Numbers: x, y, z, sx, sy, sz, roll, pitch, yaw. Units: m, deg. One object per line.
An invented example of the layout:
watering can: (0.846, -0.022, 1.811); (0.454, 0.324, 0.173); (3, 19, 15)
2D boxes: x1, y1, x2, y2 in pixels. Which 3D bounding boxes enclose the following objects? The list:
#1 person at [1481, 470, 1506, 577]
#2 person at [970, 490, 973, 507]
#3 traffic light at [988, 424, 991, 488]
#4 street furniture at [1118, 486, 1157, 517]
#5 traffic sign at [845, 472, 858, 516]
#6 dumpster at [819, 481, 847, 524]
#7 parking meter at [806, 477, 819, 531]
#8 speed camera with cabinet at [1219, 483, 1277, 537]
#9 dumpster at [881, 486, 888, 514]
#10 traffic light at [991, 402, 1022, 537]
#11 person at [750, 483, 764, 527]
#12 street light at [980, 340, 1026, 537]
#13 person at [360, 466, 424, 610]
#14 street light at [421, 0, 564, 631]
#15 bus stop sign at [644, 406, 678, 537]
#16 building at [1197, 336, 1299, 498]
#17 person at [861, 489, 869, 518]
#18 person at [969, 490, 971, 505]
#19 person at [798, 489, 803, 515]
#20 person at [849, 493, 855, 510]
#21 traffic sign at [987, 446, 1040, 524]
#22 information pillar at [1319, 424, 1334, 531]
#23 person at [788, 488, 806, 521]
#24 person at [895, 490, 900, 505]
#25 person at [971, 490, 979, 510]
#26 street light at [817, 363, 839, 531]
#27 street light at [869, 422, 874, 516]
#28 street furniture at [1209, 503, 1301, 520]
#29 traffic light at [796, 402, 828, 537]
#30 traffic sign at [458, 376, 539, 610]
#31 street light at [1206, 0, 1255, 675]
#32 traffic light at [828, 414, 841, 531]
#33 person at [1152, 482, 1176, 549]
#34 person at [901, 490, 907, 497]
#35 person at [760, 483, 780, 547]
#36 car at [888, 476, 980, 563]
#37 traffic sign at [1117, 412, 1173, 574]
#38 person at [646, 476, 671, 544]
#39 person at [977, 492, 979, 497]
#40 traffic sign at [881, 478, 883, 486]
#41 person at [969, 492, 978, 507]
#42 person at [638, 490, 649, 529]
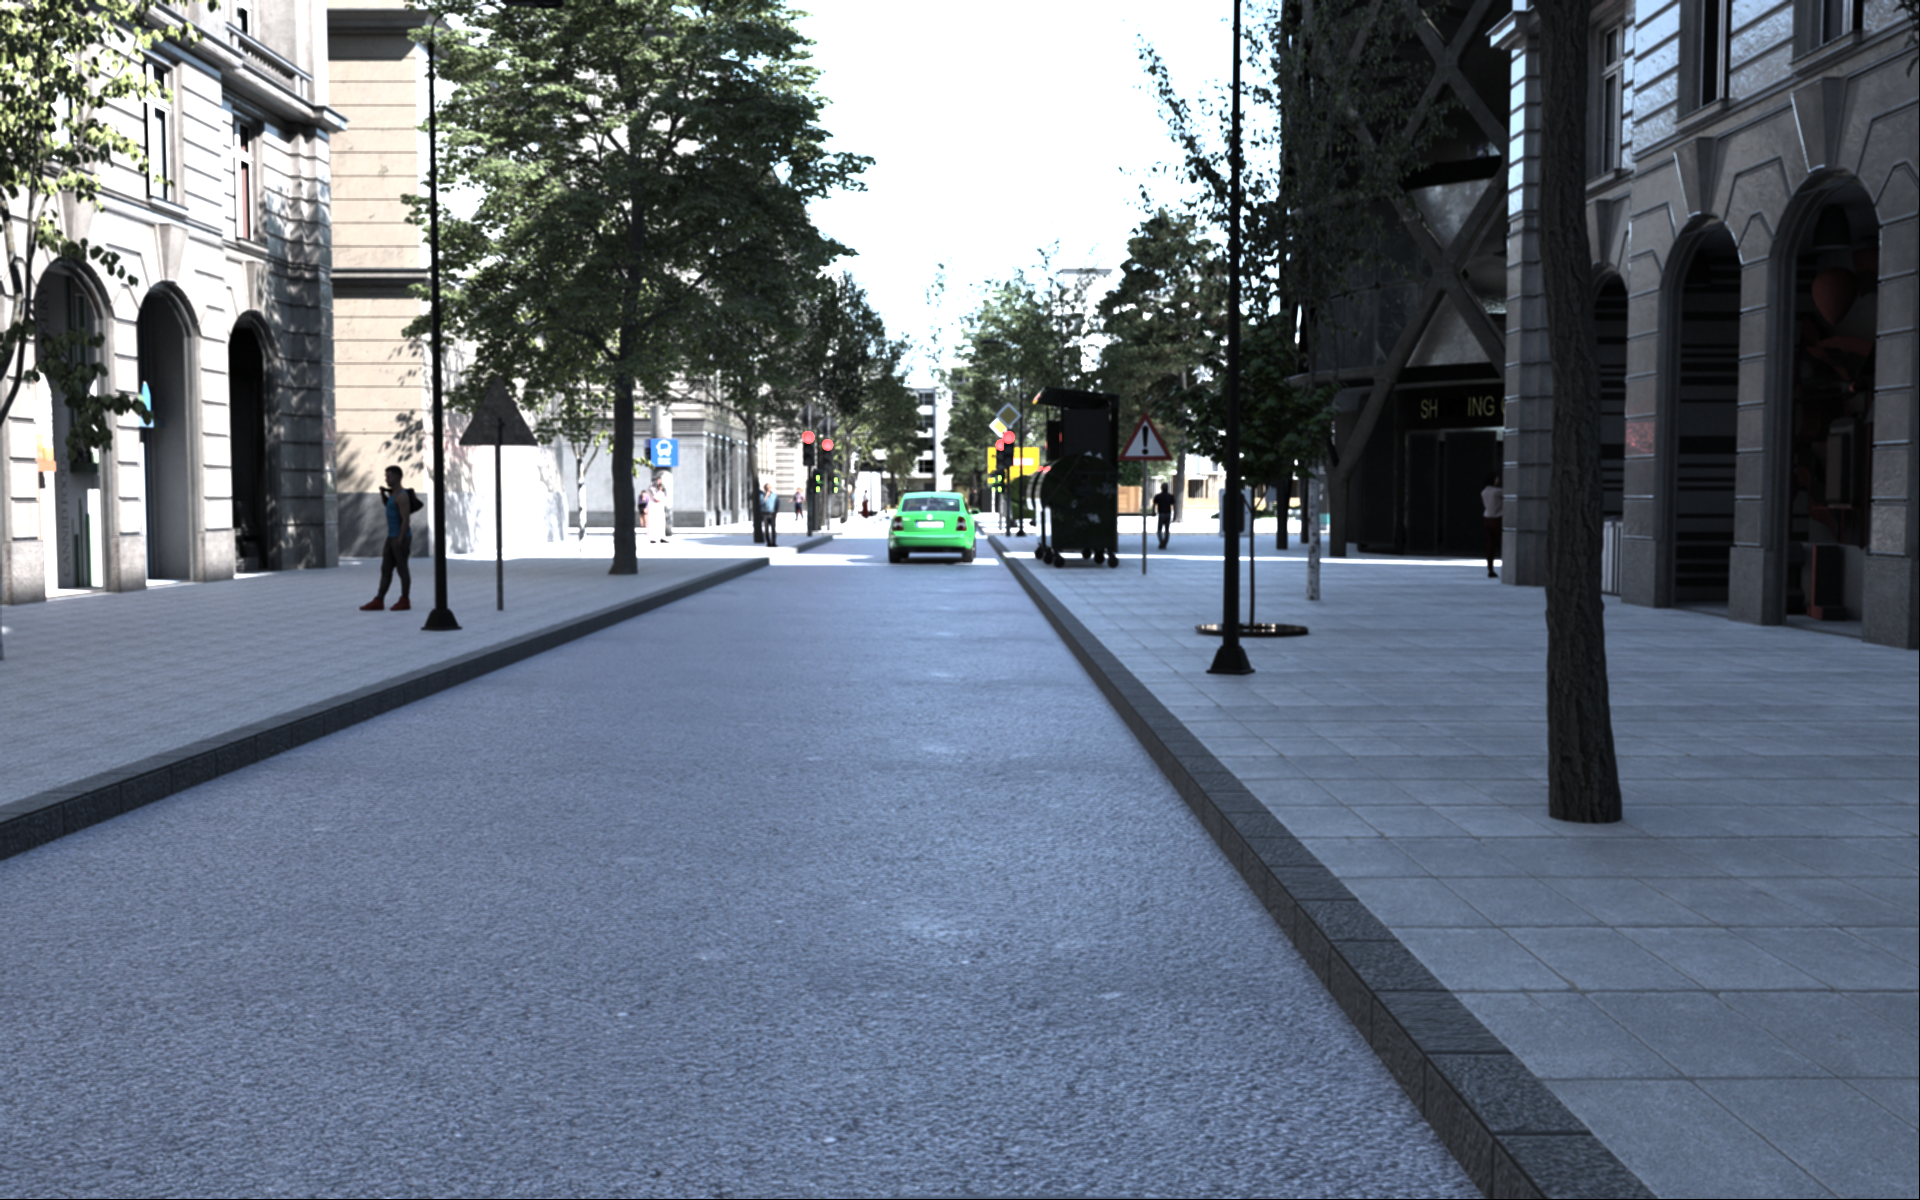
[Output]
person: (8.313, -1.172, 26.667); (0.566, 1.644, 0.517); (1, 4, 8)
person: (1.320, -10.468, 178.120); (0.541, 1.710, 0.530); (-1, 4, -8)
traffic light: (1.404, -4.343, 60.258); (0.839, 4.213, 0.868); (0, 4, 0)
street furniture: (9.181, -5.802, 101.721); (9.812, 1.723, 11.010); (0, 4, 1)
traffic sign: (-6.257, -6.123, 100.215); (0.768, 2.556, 0.104); (0, 4, 5)
dumpster: (-5.540, -4.184, 74.166); (1.264, 1.857, 1.865); (0, 4, 0)
parking meter: (-5.073, -3.291, 59.523); (0.399, 1.863, 0.255); (2, 4, 28)
speed camera with cabinet: (8.819, -3.522, 51.920); (2.038, 3.252, 0.660); (1, 4, 18)
dumpster: (-5.273, -6.485, 111.787); (1.264, 1.857, 1.865); (0, 4, 0)
traffic light: (1.438, -3.855, 52.273); (0.839, 4.213, 0.868); (0, 4, 0)
person: (-7.974, -3.765, 68.305); (0.576, 1.737, 0.504); (-1, 4, -21)
street light: (1.311, -4.876, 52.258); (1.470, 5.913, 1.316); (0, 4, 0)
person: (-6.293, -0.689, 19.180); (0.647, 1.594, 0.662); (3, 5, 44)
street light: (-4.370, -2.672, 16.221); (1.470, 5.913, 1.316); (0, 4, 0)
bus stop sign: (-8.952, -3.848, 51.935); (0.837, 3.901, 0.837); (-1, 4, -23)
building: (29.671, -24.098, 237.972); (32.646, 21.610, 27.936); (0, 4, 0)
person: (-5.003, -5.072, 91.432); (0.387, 1.526, 0.523); (1, 4, 10)
person: (1.239, -11.582, 196.203); (0.445, 1.727, 0.742); (0, 4, 3)
person: (-9.802, -5.988, 105.657); (0.444, 1.614, 0.593); (0, 4, 5)
person: (-7.881, -7.272, 127.153); (0.429, 1.552, 0.499); (-3, 5, -41)
traffic sign: (2.274, -4.884, 73.720); (2.265, 3.308, 0.079); (0, 4, 3)
information pillar: (12.979, -4.356, 60.601); (0.750, 3.857, 0.750); (-1, 4, -21)
person: (-7.700, -4.555, 82.478); (0.963, 1.587, 0.435); (1, 4, 16)
person: (-7.122, -11.726, 198.204); (0.568, 1.767, 0.683); (1, 4, 10)
person: (1.524, -8.245, 141.655); (0.742, 1.727, 0.445); (0, 4, 7)
street light: (-4.425, -5.380, 60.505); (1.470, 5.913, 1.316); (0, 4, 0)
street light: (-4.584, -7.780, 99.741); (1.470, 5.913, 1.316); (0, 4, 0)
street furniture: (17.301, -4.560, 90.183); (5.734, 0.657, 10.072); (3, 5, 45)
traffic light: (-4.523, -3.852, 52.232); (0.839, 4.213, 0.868); (0, 4, 0)
traffic sign: (-5.073, -1.164, 19.038); (0.884, 2.594, 0.081); (0, 4, 2)
street light: (1.404, -2.430, 12.271); (1.470, 5.913, 1.316); (0, 4, 0)
traffic light: (-4.557, -4.341, 60.217); (0.839, 4.213, 0.868); (0, 4, 0)
person: (4.696, -1.965, 40.384); (0.569, 1.553, 0.471); (3, 4, 36)
person: (-5.564, -10.475, 178.021); (1.217, 1.736, 0.721); (2, 4, 33)
person: (-4.564, -2.044, 41.670); (0.499, 1.552, 0.429); (1, 4, 14)
car: (-0.558, -1.747, 37.363); (1.959, 1.807, 4.718); (0, 4, 1)
traffic sign: (2.947, -1.689, 27.619); (0.884, 2.594, 0.081); (0, 4, 0)
person: (-7.822, -2.324, 44.702); (0.621, 1.740, 0.551); (0, 4, 8)
person: (2.225, -10.786, 182.920); (0.617, 1.759, 0.750); (2, 4, 31)
traffic sign: (-6.022, -7.792, 127.503); (0.768, 2.556, 0.104); (0, 4, 3)
person: (1.498, -10.455, 176.994); (1.348, 1.823, 0.705); (1, 4, 10)
person: (-11.721, -3.359, 64.201); (0.421, 1.427, 0.697); (-1, 4, -15)
